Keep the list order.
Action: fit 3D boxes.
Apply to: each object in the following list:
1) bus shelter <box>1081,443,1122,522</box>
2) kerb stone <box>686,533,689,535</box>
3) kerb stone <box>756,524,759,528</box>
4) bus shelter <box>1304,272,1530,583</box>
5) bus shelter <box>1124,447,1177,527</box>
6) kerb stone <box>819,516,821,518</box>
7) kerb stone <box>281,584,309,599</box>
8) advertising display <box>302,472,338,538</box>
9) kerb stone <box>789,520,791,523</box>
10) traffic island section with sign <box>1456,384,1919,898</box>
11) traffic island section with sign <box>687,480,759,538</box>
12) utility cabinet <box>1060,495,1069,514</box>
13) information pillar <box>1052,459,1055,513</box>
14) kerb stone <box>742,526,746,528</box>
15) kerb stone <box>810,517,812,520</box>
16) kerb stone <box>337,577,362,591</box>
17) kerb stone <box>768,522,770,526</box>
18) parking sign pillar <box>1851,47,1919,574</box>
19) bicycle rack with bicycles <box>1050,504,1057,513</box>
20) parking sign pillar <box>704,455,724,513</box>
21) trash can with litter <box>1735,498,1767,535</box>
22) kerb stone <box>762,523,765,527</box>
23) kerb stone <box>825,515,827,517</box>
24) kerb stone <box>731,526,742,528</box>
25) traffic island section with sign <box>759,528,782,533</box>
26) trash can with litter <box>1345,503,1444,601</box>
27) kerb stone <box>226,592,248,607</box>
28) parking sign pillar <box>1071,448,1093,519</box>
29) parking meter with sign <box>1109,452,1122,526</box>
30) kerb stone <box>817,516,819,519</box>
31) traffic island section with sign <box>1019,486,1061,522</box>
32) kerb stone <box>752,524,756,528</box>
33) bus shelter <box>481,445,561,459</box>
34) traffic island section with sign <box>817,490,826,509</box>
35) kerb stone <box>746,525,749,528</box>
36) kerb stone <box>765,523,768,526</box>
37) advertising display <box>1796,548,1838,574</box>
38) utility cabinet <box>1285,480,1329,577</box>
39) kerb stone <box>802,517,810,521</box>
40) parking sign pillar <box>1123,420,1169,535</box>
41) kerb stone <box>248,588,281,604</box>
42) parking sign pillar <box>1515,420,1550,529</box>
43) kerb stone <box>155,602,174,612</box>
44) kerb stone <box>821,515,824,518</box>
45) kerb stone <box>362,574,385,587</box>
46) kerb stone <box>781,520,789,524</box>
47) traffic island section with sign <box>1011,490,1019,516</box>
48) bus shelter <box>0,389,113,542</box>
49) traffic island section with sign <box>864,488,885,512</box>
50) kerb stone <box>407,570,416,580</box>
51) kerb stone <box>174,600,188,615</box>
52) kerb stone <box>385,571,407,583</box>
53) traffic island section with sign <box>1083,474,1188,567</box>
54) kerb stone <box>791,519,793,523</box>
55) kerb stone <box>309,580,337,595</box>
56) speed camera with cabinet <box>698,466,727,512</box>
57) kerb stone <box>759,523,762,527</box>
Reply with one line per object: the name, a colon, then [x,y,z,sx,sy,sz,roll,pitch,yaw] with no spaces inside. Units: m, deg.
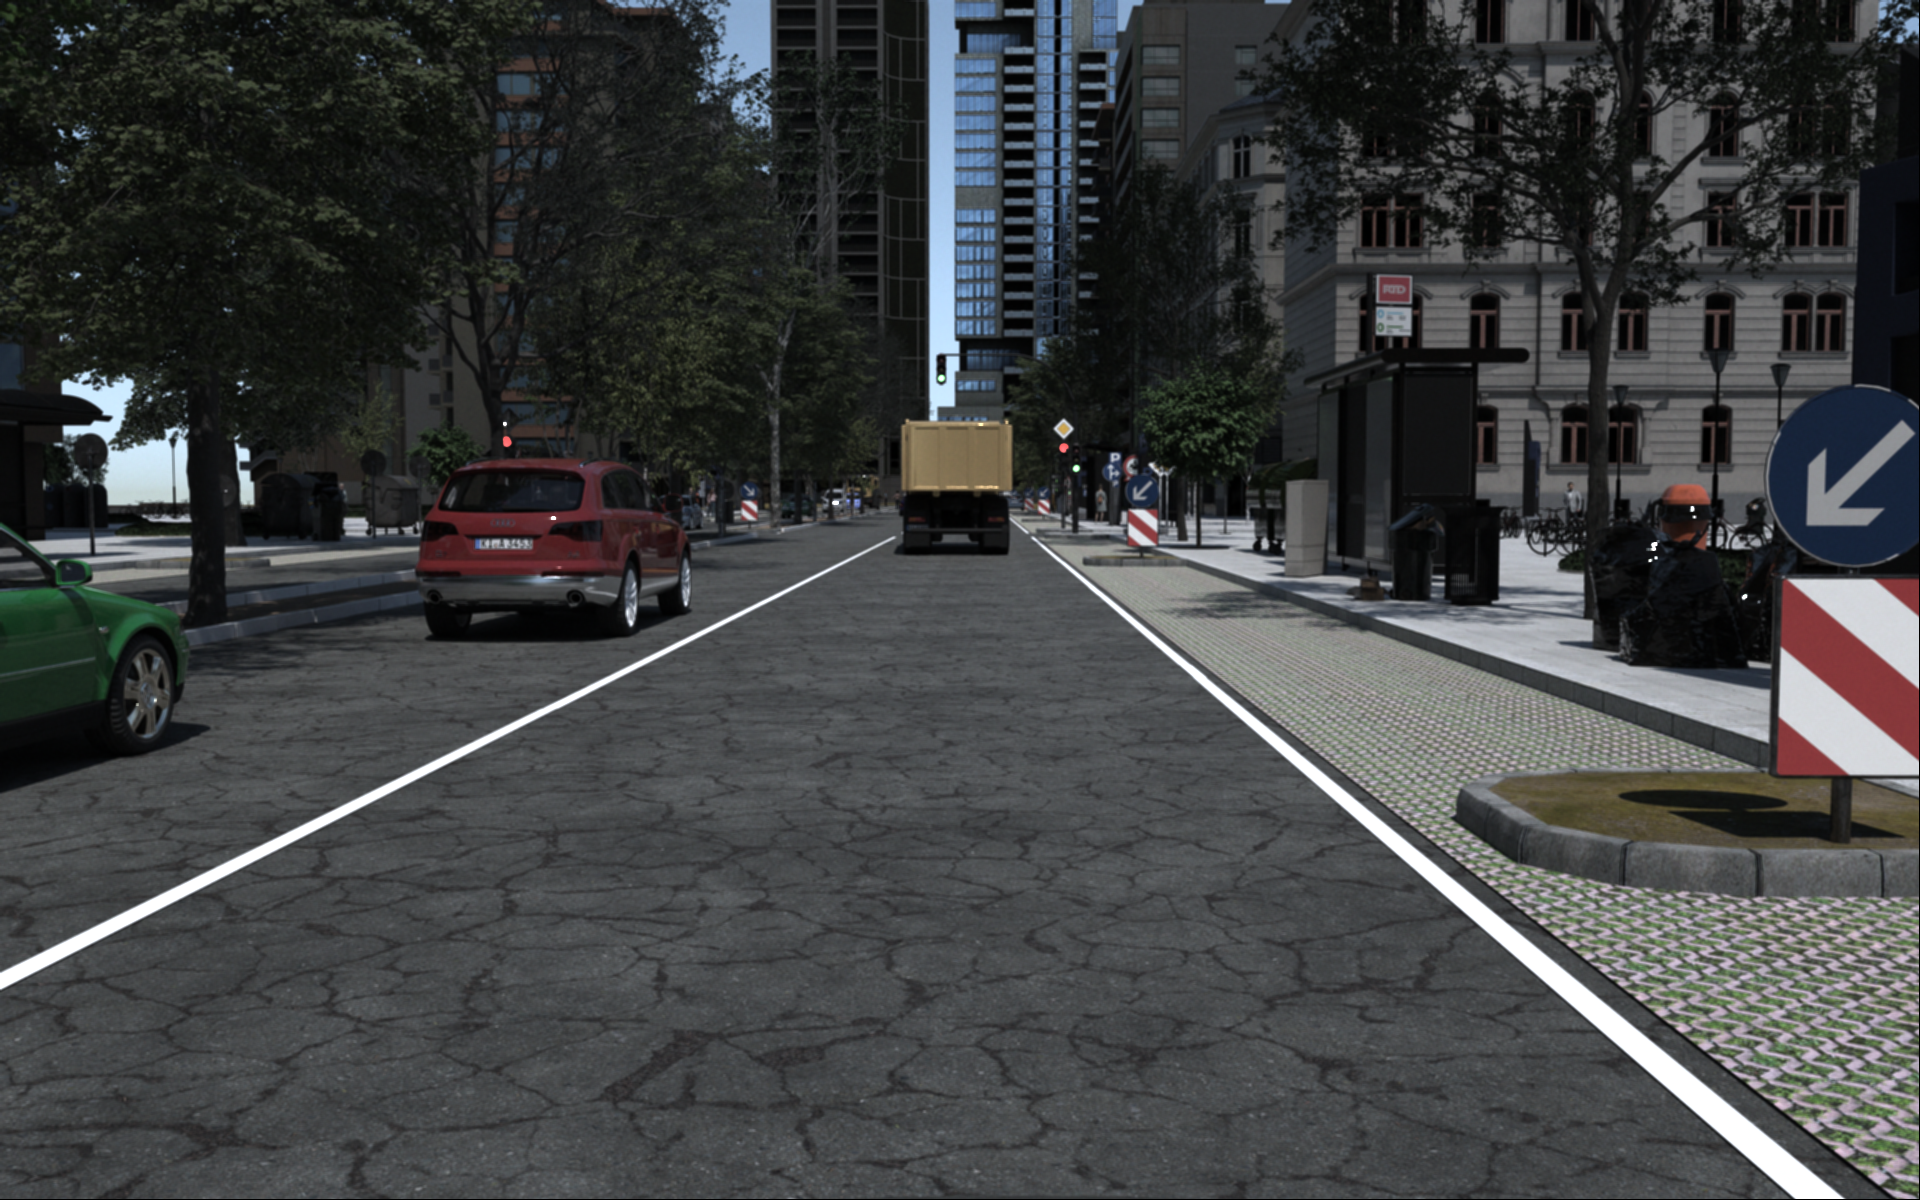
bus shelter: [6.697,-5.574,82.416,1.731,3.624,6.357,0,4,1]
kerb stone: [-8.848,-2.115,56.770,0.120,0.150,1.000,0,4,1]
kerb stone: [-8.664,-3.077,72.613,0.120,0.150,1.000,0,4,1]
bus shelter: [7.158,-3.150,29.137,2.179,5.291,8.768,0,4,1]
bus shelter: [7.637,-4.509,67.650,2.014,3.302,5.546,0,4,1]
kerb stone: [-8.314,-4.776,100.286,0.120,0.150,1.000,0,4,1]
kerb stone: [-9.261,-0.101,23.881,0.120,0.150,1.000,0,4,1]
advertising display: [-18.669,-2.773,50.547,0.974,1.923,0.123,-2,4,-28]
kerb stone: [-8.503,-3.837,84.924,0.120,0.150,1.000,0,4,1]
traffic island section with sign: [3.149,0.097,7.050,1.989,1.847,2.006,0,4,1]
traffic island section with sign: [-7.798,-2.966,56.626,2.006,1.907,1.989,0,4,1]
utility cabinet: [7.038,-6.194,112.433,1.020,1.237,0.306,-1,4,-21]
information pillar: [6.309,-7.659,116.577,0.183,3.616,0.504,1,4,10]
kerb stone: [-8.707,-2.829,68.514,0.120,0.150,1.000,0,4,1]
kerb stone: [-8.382,-4.462,95.176,0.120,0.150,1.000,0,4,1]
kerb stone: [-9.234,-0.228,25.924,0.120,0.150,1.000,0,4,1]
kerb stone: [-8.607,-3.332,76.711,0.120,0.150,1.000,0,4,1]
parking sign pillar: [5.726,-1.311,9.908,1.447,3.967,1.447,-1,4,-11]
bicycle rack with bicycles: [7.284,-6.571,120.823,2.925,0.926,2.852,1,4,16]
parking sign pillar: [-16.831,-7.970,118.788,1.447,3.967,1.447,0,4,-8]
trash can with litter: [24.922,-2.648,54.686,0.624,1.170,1.055,-1,4,-19]
kerb stone: [-8.639,-3.205,74.663,0.120,0.150,1.000,0,4,1]
kerb stone: [-8.275,-5.027,104.385,0.120,0.150,1.000,0,4,1]
kerb stone: [-8.716,-2.768,67.486,0.120,0.150,1.000,0,4,1]
traffic island section with sign: [-7.697,-3.419,64.033,2.006,1.907,1.989,0,4,1]
trash can with litter: [5.232,-0.578,20.842,1.055,1.170,0.624,0,4,-7]
kerb stone: [-9.281,0.022,21.833,0.120,0.150,1.000,0,4,1]
parking sign pillar: [6.496,-6.181,89.530,1.447,3.967,1.447,0,4,-5]
parking meter with sign: [6.374,-4.594,71.369,0.543,3.016,1.738,0,4,6]
kerb stone: [-8.326,-4.707,99.264,0.120,0.150,1.000,0,4,1]
traffic island section with sign: [4.160,-4.905,88.828,1.989,1.847,2.006,0,4,1]
kerb stone: [-8.669,-3.019,71.584,0.120,0.150,1.000,0,4,1]
bus shelter: [-18.088,-4.771,71.930,2.014,3.302,5.546,0,4,1]
traffic island section with sign: [-13.011,-9.638,166.209,1.989,1.847,2.006,0,4,1]
kerb stone: [-8.690,-2.895,69.536,0.120,0.150,1.000,0,4,1]
kerb stone: [-8.623,-3.271,75.685,0.120,0.150,1.000,0,4,1]
advertising display: [6.001,-0.378,11.401,0.123,1.923,0.974,-2,4,-33]
utility cabinet: [5.406,-1.123,27.037,0.318,1.500,1.173,2,4,30]
kerb stone: [-8.389,-4.399,94.153,0.120,0.150,1.000,0,4,1]
parking sign pillar: [5.950,-4.087,55.288,1.447,3.967,1.447,0,4,3]
kerb stone: [-9.264,-0.040,22.856,0.120,0.150,1.000,0,4,1]
parking sign pillar: [21.015,-4.600,63.681,1.447,3.967,1.447,2,4,26]
kerb stone: [-9.303,0.147,19.788,0.120,0.150,1.000,0,4,1]
kerb stone: [-8.292,-4.899,102.341,0.120,0.150,1.000,0,4,1]
kerb stone: [-9.219,-0.291,26.956,0.120,0.150,1.000,0,4,1]
kerb stone: [-8.523,-3.774,83.894,0.120,0.150,1.000,0,4,1]
traffic island section with sign: [4.491,-6.554,115.781,1.989,1.847,2.006,0,4,1]
bus shelter: [-18.326,-2.370,32.680,2.014,3.302,5.546,0,4,1]
traffic island section with sign: [-6.788,-8.014,139.166,2.006,1.907,1.989,0,4,1]
kerb stone: [-9.194,-0.417,29.015,0.120,0.150,1.000,0,4,1]
kerb stone: [-9.289,0.085,20.810,0.120,0.150,1.000,0,4,1]
kerb stone: [-9.202,-0.355,27.993,0.120,0.150,1.000,0,4,1]
traffic island section with sign: [3.496,-1.606,34.887,1.989,1.847,2.006,0,4,1]
kerb stone: [-8.504,-3.900,85.957,0.120,0.150,1.000,0,4,1]
kerb stone: [-9.244,-0.166,24.902,0.120,0.150,1.000,0,4,1]
speed camera with cabinet: [-17.415,-7.797,121.809,2.038,3.252,0.660,-3,4,-38]
kerb stone: [-8.643,-3.143,73.641,0.120,0.150,1.000,0,4,1]
